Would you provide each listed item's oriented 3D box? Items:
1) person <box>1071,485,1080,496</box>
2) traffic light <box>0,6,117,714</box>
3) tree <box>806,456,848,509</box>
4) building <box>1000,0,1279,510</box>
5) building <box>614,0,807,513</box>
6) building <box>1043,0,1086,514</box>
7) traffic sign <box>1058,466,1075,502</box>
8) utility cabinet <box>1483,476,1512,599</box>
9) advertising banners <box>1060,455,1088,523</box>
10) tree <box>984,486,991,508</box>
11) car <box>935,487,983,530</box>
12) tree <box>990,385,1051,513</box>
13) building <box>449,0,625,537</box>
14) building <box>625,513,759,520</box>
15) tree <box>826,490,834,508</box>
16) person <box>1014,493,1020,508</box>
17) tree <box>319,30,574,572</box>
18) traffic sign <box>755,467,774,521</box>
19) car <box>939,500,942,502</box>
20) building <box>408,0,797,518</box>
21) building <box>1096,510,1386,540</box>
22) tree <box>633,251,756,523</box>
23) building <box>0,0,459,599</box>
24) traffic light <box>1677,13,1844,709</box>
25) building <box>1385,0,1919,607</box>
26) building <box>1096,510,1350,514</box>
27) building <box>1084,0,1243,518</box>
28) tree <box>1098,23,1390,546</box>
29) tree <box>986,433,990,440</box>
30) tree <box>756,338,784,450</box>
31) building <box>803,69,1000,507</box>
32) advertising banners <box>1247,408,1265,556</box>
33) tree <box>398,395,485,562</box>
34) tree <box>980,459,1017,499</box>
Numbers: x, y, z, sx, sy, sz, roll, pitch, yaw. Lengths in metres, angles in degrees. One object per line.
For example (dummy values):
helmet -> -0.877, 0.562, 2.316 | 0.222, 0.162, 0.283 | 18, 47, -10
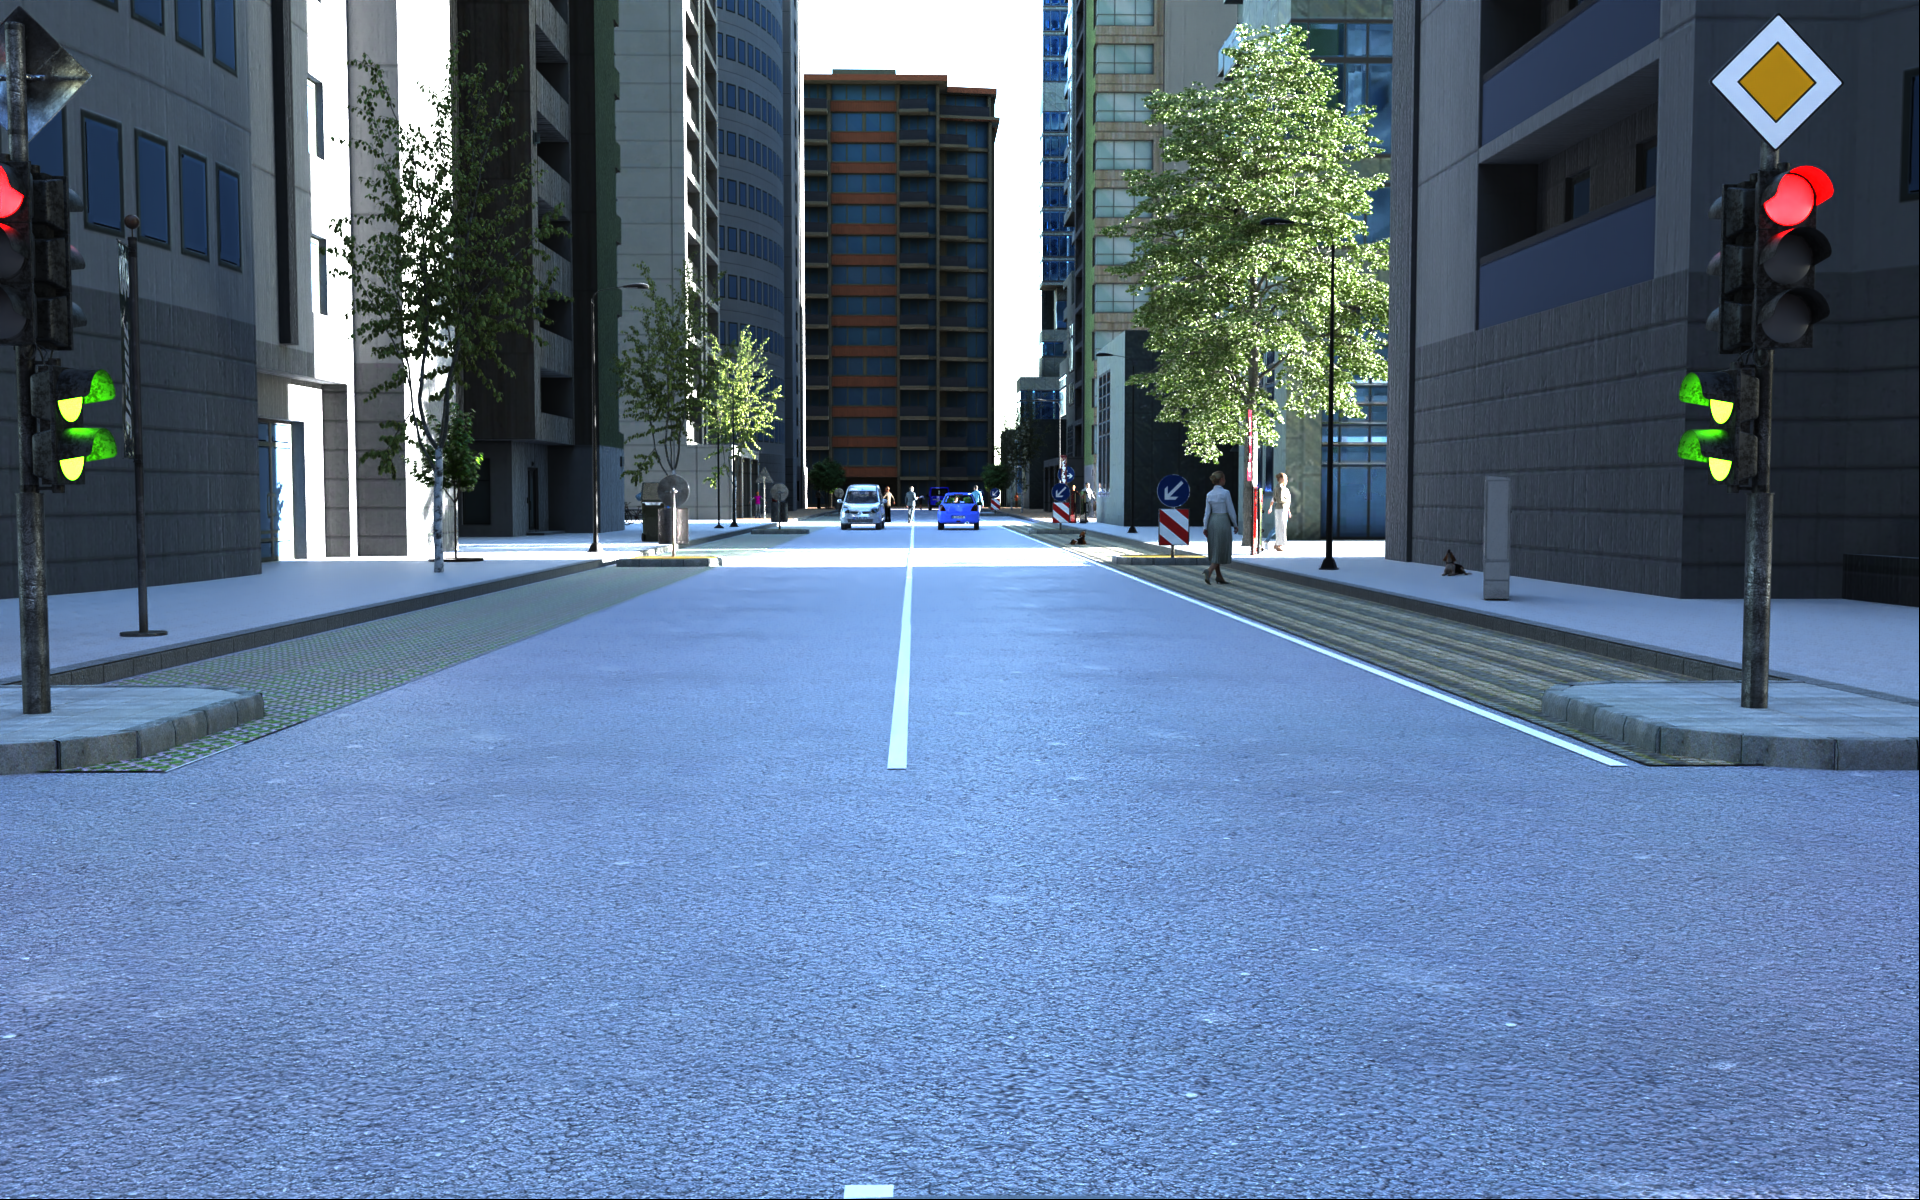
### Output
person -> 5.961, -5.182, 91.295 | 1.217, 1.766, 0.721 | 1, 4, 13
traffic light -> -5.395, -1.291, 10.034 | 0.839, 4.253, 0.868 | 0, 4, -1
tree -> -12.041, -10.483, 155.112 | 4.285, 4.588, 4.351 | 0, 3, 0
building -> 19.863, -53.112, 181.051 | 31.000, 86.520, 22.319 | 0, 4, -1
building -> -24.123, -43.352, 147.062 | 20.611, 71.187, 20.563 | 0, 4, -1
building -> 16.642, -41.439, 115.785 | 20.563, 71.187, 20.611 | 0, 4, -1
traffic sign -> 4.803, -4.788, 78.394 | 0.768, 2.556, 0.104 | 0, 4, 3
utility cabinet -> 6.626, -0.774, 21.339 | 0.318, 1.500, 1.173 | 1, 4, 16
advertising banners -> 5.004, -4.904, 76.373 | 0.090, 3.025, 2.074 | -2, 4, -31
tree -> 3.216, -10.054, 158.990 | 1.663, 3.219, 1.824 | 0, 3, 0
car -> -0.046, -3.739, 70.725 | 1.945, 1.707, 3.694 | 0, 4, 0
tree -> 4.210, -10.240, 117.790 | 4.360, 8.622, 3.978 | 0, 3, 0
building -> -18.791, -17.253, 53.785 | 14.160, 30.474, 14.107 | 0, 4, -1
building -> -21.739, -40.091, 93.743 | 20.563, 71.187, 20.611 | 0, 4, -1
tree -> -12.002, -10.106, 159.831 | 1.663, 3.219, 1.824 | 0, 3, 0
person -> 5.316, -9.363, 162.393 | 0.557, 1.426, 1.065 | 2, 4, 30
tree -> -8.516, -4.772, 28.391 | 4.737, 8.622, 4.395 | 0, 3, 0
traffic sign -> -9.245, -5.006, 81.849 | 0.884, 2.594, 0.081 | 0, 4, 1
car -> -0.102, -4.845, 88.808 | 1.945, 1.707, 3.694 | 0, 4, -3
building -> -22.784, -35.259, 118.476 | 21.231, 58.520, 28.212 | 0, 4, -1
building -> 17.765, -45.775, 61.090 | 22.319, 86.520, 31.000 | 0, 4, -1
tree -> -8.841, -6.282, 53.071 | 4.737, 8.622, 4.395 | 0, 3, 0
building -> -21.639, -29.464, 23.741 | 21.231, 58.520, 28.212 | 0, 4, -1
traffic light -> 4.763, -1.308, 10.311 | 0.839, 4.253, 0.868 | 0, 4, -1
building -> 22.692, -29.495, 24.235 | 28.212, 58.520, 21.231 | 0, 4, -1
building -> 17.262, -50.712, 141.812 | 22.319, 86.520, 31.000 | 0, 4, -1
building -> 14.035, -25.423, 99.256 | 14.154, 41.232, 14.086 | 0, 4, -1
tree -> 7.241, -7.576, 41.987 | 7.486, 12.596, 7.792 | 0, 3, 0
tree -> 4.053, -11.327, 135.555 | 4.360, 8.622, 3.978 | 0, 3, 0
tree -> -9.877, -7.697, 76.201 | 4.737, 8.622, 4.395 | 0, 3, 0
building -> -10.599, -32.226, 181.521 | 28.867, 44.769, 22.147 | 0, 4, -1
advertising banners -> 6.203, -2.461, 36.427 | 0.090, 3.025, 2.074 | 1, 4, 19
tree -> -9.635, -2.364, 33.256 | 1.663, 3.219, 1.824 | 0, 3, 0
tree -> 3.443, -10.511, 155.563 | 4.285, 4.588, 4.351 | 0, 3, 0
